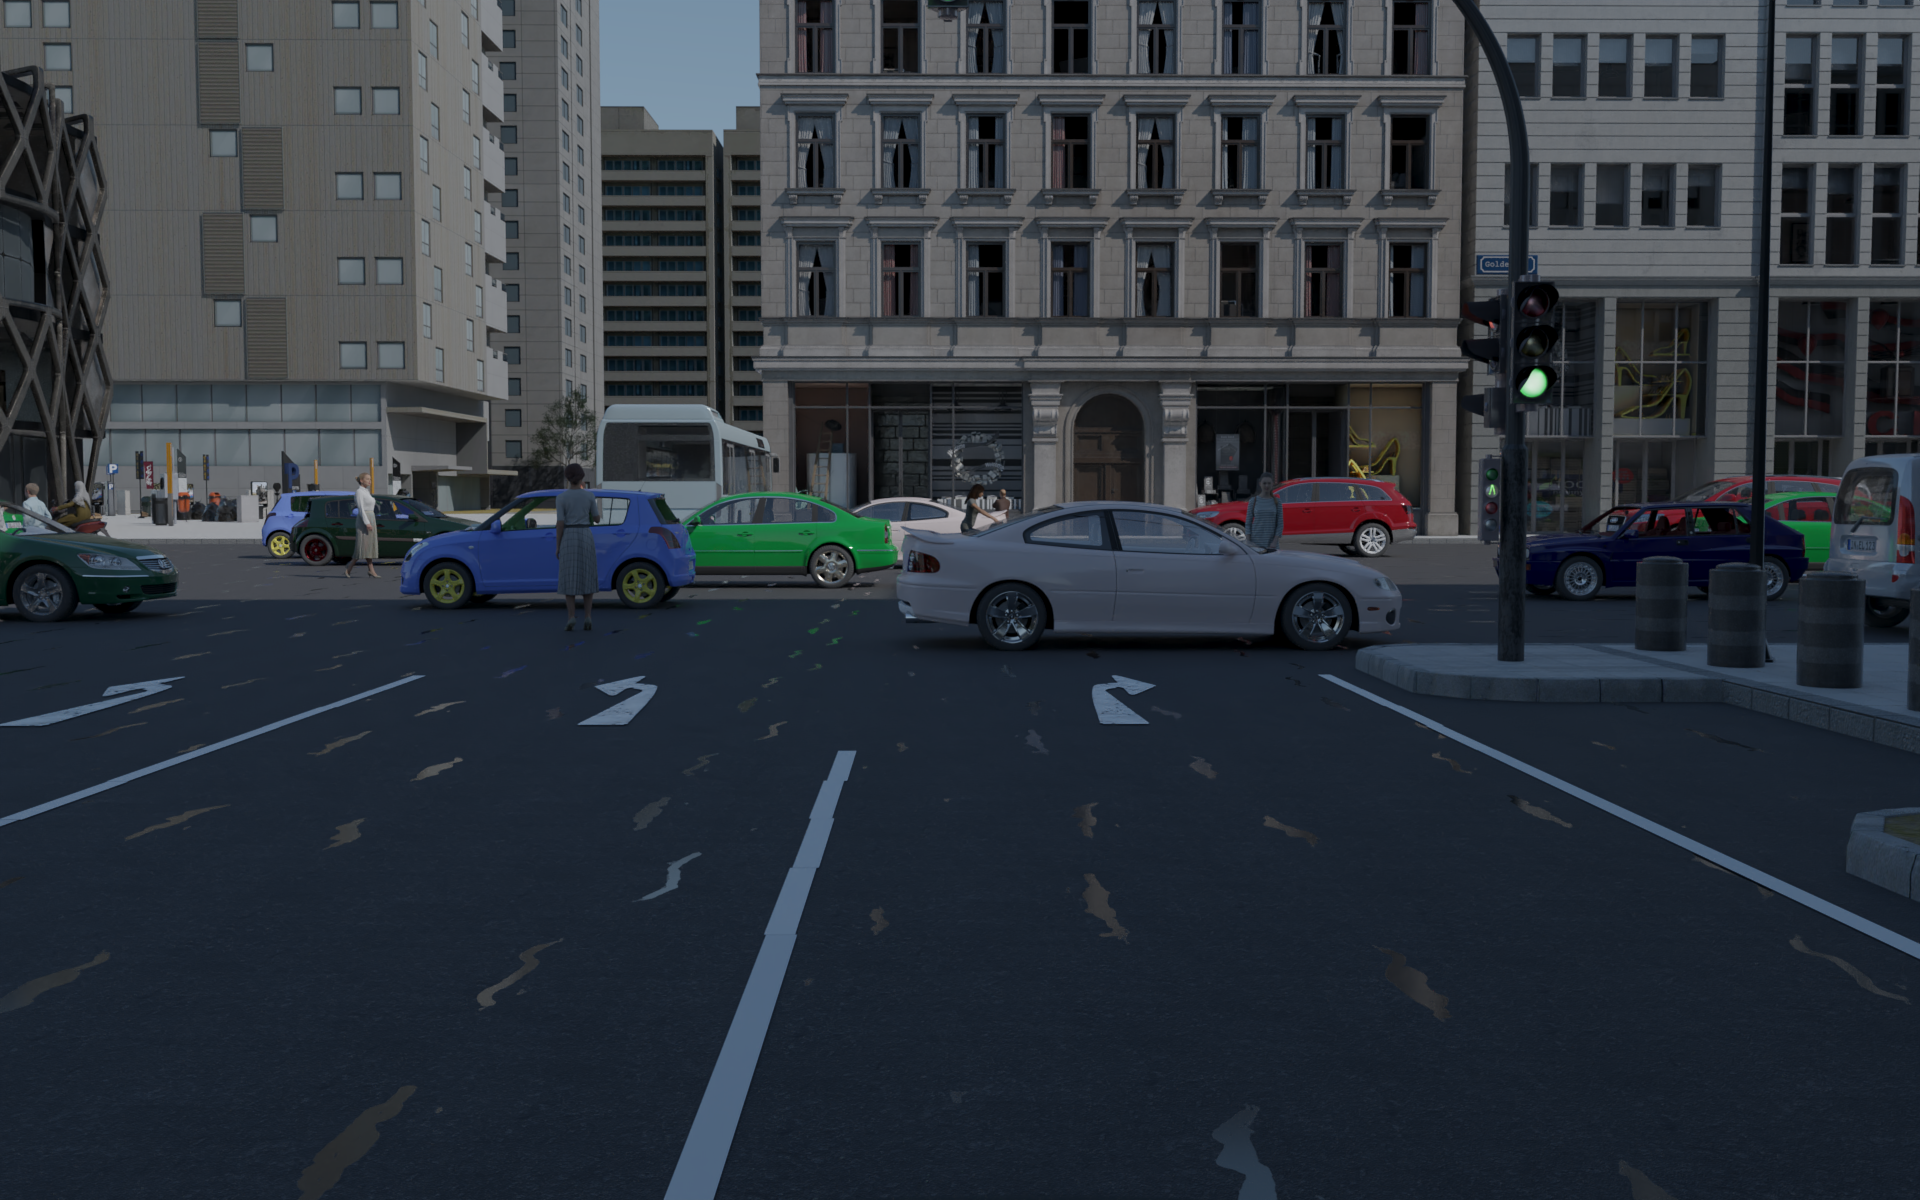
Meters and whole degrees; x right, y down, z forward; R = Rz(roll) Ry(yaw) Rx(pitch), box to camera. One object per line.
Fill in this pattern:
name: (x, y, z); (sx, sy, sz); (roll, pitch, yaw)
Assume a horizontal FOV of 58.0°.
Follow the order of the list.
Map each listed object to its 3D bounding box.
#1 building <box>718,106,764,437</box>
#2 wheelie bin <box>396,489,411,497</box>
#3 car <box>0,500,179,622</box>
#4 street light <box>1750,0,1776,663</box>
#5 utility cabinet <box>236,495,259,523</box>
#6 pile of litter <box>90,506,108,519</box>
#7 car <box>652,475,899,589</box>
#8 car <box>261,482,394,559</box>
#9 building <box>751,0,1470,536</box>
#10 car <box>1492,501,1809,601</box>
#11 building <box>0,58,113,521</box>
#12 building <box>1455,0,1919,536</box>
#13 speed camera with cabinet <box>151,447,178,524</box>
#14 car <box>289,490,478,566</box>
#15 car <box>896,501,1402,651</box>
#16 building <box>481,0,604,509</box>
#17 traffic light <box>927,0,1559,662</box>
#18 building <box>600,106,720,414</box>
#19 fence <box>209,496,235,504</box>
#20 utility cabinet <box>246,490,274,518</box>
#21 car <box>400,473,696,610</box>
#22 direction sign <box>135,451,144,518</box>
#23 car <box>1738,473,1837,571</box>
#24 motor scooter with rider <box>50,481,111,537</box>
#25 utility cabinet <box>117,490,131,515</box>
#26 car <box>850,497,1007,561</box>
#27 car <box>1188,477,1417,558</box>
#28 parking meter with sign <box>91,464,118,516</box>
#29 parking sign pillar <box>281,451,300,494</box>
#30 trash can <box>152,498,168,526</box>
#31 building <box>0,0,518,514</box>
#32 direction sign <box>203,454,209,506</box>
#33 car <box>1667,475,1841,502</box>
building: (-18.073, -36.468, 219.958); (21.600, 48.544, 21.300); (0, 4, -1)
wheelie bin: (-32.172, -5.637, 100.080); (0.693, 1.594, 0.980); (1, 4, 19)
car: (-11.675, -0.514, 20.196); (4.920, 1.459, 2.131); (0, 4, 1)
street light: (5.577, -2.485, 13.167); (1.470, 5.913, 1.316); (0, 4, -1)
utility cabinet: (-32.107, -4.092, 78.065); (0.306, 1.237, 1.020); (2, 4, 24)
pile of litter: (-43.898, -4.497, 87.485); (1.719, 0.858, 1.176); (-3, 5, -44)
car: (-3.310, -1.114, 27.010); (4.718, 1.807, 1.959); (0, 4, -1)
car: (-13.731, -1.801, 39.038); (3.694, 1.707, 1.945); (0, 3, 0)
building: (-4.736, -12.559, 56.243); (40.483, 20.767, 10.553); (0, 4, -1)
car: (9.496, -0.698, 23.987); (3.894, 1.354, 1.945); (0, 4, 0)
building: (-39.747, -11.760, 59.725); (16.811, 18.784, 16.820); (0, 4, -1)
building: (30.391, -17.162, 58.090); (29.804, 29.767, 11.434); (0, 4, -1)
speed camera with cabinet: (-33.958, -4.866, 73.890); (0.660, 3.252, 2.038); (-3, 5, -40)
car: (-11.450, -1.557, 35.246); (4.222, 1.686, 2.009); (0, 4, -1)
car: (1.801, -0.264, 16.673); (4.827, 1.381, 2.083); (0, 4, 0)
building: (-44.937, -44.107, 159.398); (20.611, 71.187, 20.563); (0, 4, -1)
traffic light: (2.129, -2.350, 13.088); (4.771, 5.953, 1.251); (0, 4, -1)
building: (-40.393, -36.465, 219.896); (21.600, 48.544, 21.300); (0, 4, -1)
fence: (-35.472, -4.445, 83.872); (2.264, 1.192, 0.480); (1, 4, 16)
utility cabinet: (-37.062, -5.067, 91.531); (0.318, 1.500, 1.173); (3, 5, 42)
car: (-5.273, -0.775, 22.255); (3.694, 1.707, 1.945); (0, 4, -1)
direction sign: (-43.097, -6.058, 91.049); (0.876, 3.537, 0.379); (3, 5, 40)
car: (14.271, -1.204, 28.478); (4.718, 1.807, 1.959); (0, 4, 1)
motor scooter with rider: (-20.843, -1.934, 40.583); (1.986, 1.779, 0.876); (0, 4, -2)
utility cabinet: (-50.433, -5.858, 104.453); (1.173, 1.500, 0.318); (3, 5, 42)
car: (-1.454, -1.308, 33.754); (4.827, 1.381, 2.083); (0, 4, -1)
car: (7.794, -1.912, 39.941); (5.304, 1.827, 2.281); (0, 3, 0)
parking meter with sign: (-52.633, -6.723, 106.184); (0.543, 3.016, 1.738); (1, 4, 13)
parking sign pillar: (-42.059, -7.367, 108.917); (1.447, 3.967, 1.447); (1, 4, 14)
trash can: (-32.547, -3.602, 70.551); (0.748, 1.137, 0.748); (0, 3, 0)
building: (-48.641, -32.690, 123.715); (28.713, 52.752, 27.495); (0, 4, -1)
direction sign: (-43.044, -6.541, 98.941); (0.379, 3.537, 0.876); (0, 4, -5)
car: (15.876, -1.627, 35.278); (5.304, 1.827, 2.281); (0, 4, -2)
